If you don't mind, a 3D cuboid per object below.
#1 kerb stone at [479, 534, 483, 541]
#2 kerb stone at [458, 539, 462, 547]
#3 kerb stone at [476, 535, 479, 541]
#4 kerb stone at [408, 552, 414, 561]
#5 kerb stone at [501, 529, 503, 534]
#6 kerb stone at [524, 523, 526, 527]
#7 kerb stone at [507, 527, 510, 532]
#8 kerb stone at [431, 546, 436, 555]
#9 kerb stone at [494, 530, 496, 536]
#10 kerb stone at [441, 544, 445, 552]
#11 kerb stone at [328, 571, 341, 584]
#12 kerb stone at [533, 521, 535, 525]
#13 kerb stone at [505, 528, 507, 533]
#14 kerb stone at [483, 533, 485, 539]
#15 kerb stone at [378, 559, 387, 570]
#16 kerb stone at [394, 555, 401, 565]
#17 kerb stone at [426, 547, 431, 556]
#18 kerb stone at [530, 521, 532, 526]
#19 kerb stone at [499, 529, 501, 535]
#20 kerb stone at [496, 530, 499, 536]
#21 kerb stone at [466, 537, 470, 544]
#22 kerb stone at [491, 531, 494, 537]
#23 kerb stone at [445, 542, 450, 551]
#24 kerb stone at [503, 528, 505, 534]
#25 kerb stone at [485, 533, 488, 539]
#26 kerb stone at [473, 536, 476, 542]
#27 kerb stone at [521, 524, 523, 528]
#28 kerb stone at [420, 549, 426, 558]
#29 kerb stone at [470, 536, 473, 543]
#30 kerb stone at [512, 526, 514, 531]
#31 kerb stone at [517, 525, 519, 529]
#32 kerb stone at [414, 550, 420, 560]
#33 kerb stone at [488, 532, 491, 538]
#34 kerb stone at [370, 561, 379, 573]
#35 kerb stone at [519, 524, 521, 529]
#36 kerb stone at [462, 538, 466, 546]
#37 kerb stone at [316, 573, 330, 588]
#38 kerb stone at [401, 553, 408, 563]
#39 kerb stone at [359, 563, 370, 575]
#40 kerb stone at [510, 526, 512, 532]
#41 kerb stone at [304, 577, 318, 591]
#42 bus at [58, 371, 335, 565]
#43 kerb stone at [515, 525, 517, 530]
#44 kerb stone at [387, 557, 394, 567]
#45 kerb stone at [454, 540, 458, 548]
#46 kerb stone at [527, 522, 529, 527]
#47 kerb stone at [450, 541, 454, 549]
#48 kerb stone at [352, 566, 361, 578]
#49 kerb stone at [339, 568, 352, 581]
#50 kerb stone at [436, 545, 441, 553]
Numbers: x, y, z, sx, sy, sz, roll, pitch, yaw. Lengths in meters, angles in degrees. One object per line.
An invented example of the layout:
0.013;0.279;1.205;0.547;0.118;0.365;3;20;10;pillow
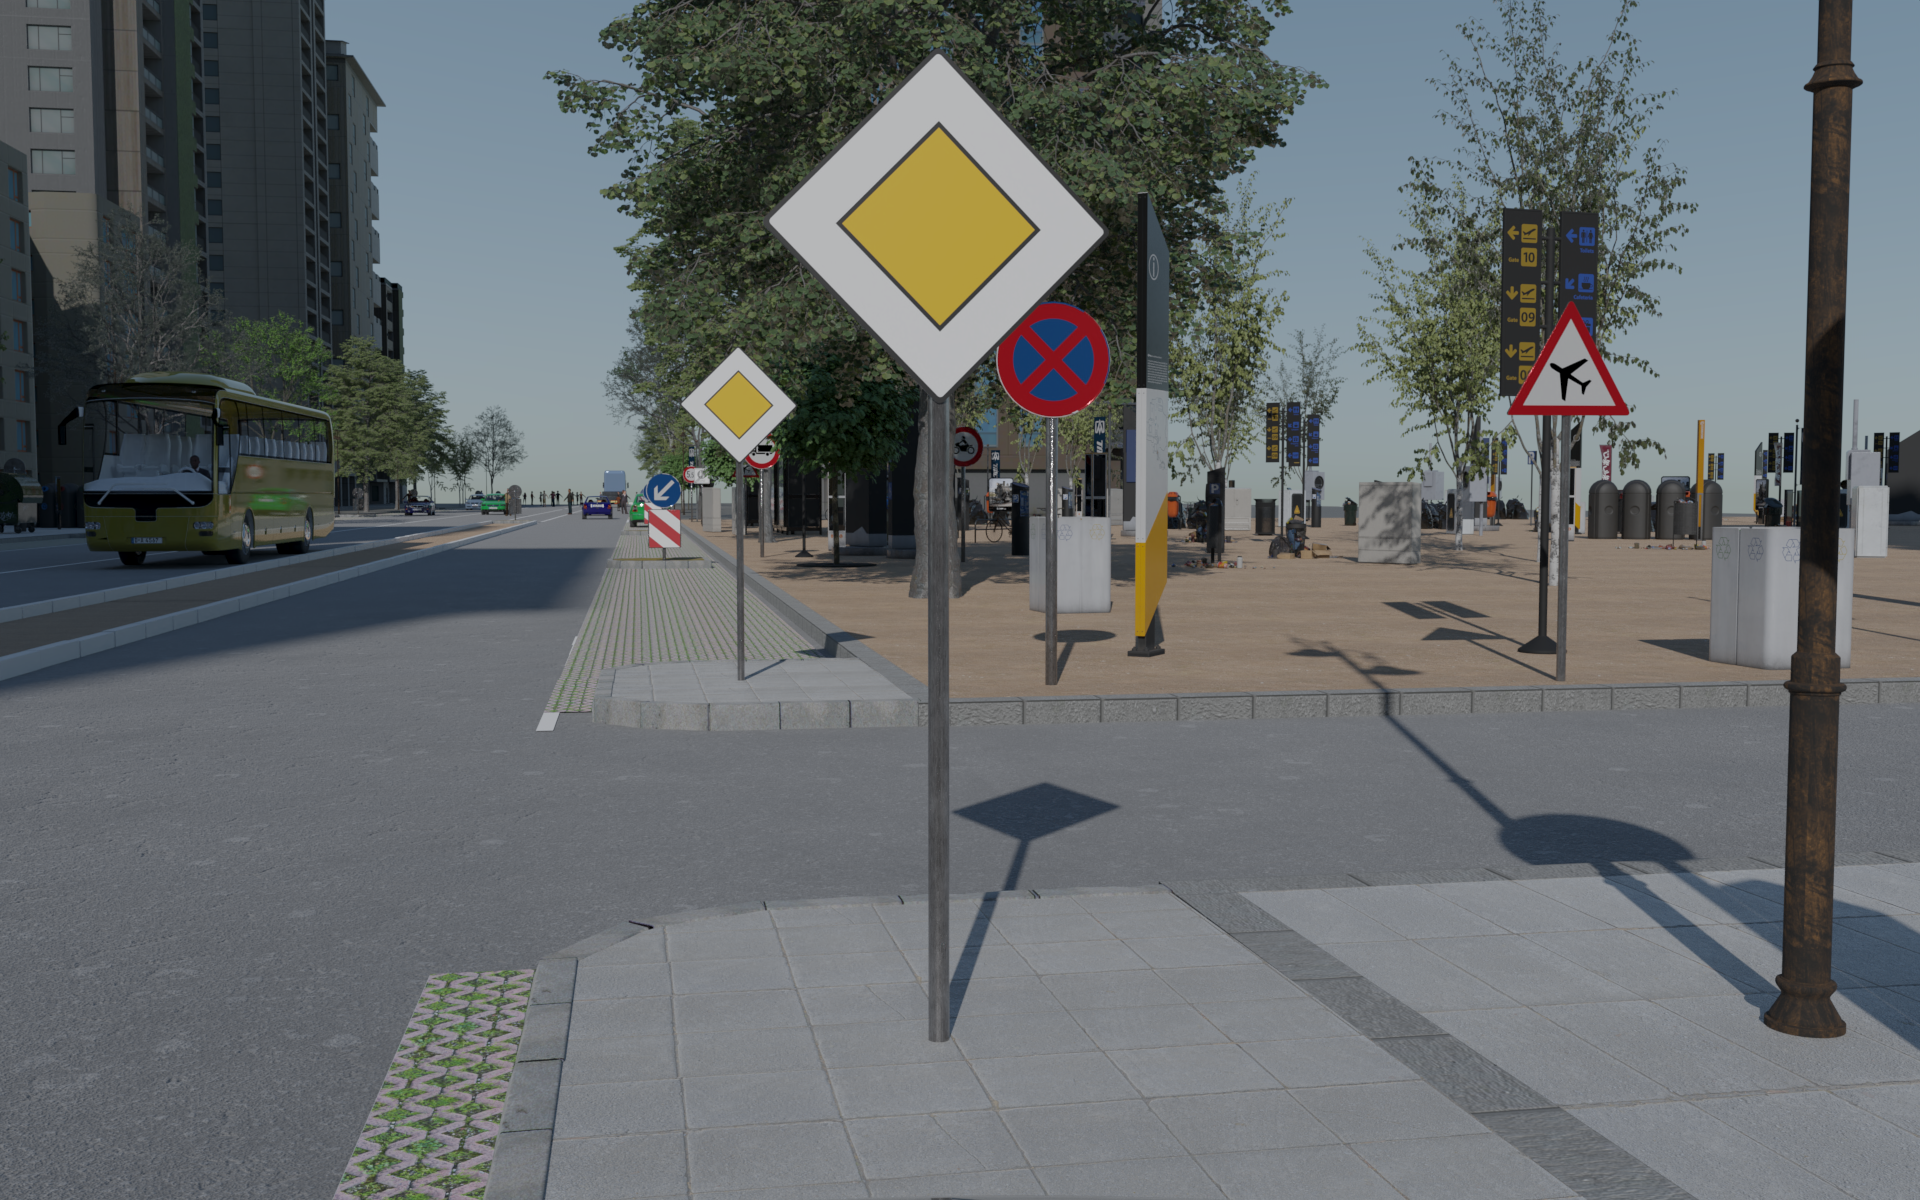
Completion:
-14.795;-1.884;52.994;0.120;0.150;1.000;-1;4;-10;kerb stone
-13.681;-1.514;46.950;0.120;0.150;1.000;-1;4;-10;kerb stone
-14.609;-1.822;51.989;0.120;0.150;1.000;-1;4;-10;kerb stone
-11.804;-0.898;36.875;0.120;0.150;1.000;-1;4;-10;kerb stone
-16.305;-2.376;61.042;0.120;0.150;1.000;-1;4;-10;kerb stone
-18.542;-3.115;73.142;0.120;0.150;1.000;-1;4;-10;kerb stone
-16.854;-2.561;64.065;0.120;0.150;1.000;-1;4;-10;kerb stone
-12.552;-1.141;40.900;0.120;0.150;1.000;-1;4;-10;kerb stone
-15.726;-2.192;58.031;0.120;0.150;1.000;-1;4;-10;kerb stone
-12.937;-1.268;42.922;0.120;0.150;1.000;-1;4;-10;kerb stone
-10.127;-0.343;27.805;0.120;0.150;1.000;-1;4;-10;kerb stone
-19.660;-3.486;79.185;0.120;0.150;1.000;-1;4;-10;kerb stone
-16.673;-2.499;63.059;0.120;0.150;1.000;-1;4;-10;kerb stone
-14.988;-1.946;54.004;0.120;0.150;1.000;-1;4;-10;kerb stone
-11.056;-0.651;32.838;0.120;0.150;1.000;-1;4;-10;kerb stone
-11.430;-0.769;34.854;0.120;0.150;1.000;-1;4;-10;kerb stone
-12.362;-1.082;39.891;0.120;0.150;1.000;-1;4;-10;kerb stone
-19.283;-3.362;77.173;0.120;0.150;1.000;-1;4;-10;kerb stone
-16.111;-2.315;60.038;0.120;0.150;1.000;-1;4;-10;kerb stone
-15.915;-2.253;59.035;0.120;0.150;1.000;-1;4;-10;kerb stone
-14.048;-1.635;48.961;0.120;0.150;1.000;-1;4;-10;kerb stone
-15.543;-2.130;57.020;0.120;0.150;1.000;-1;4;-10;kerb stone
-13.115;-1.329;43.931;0.120;0.150;1.000;-1;4;-10;kerb stone
-16.478;-2.438;62.051;0.120;0.150;1.000;-1;4;-10;kerb stone
-15.174;-2.007;55.009;0.120;0.150;1.000;-1;4;-10;kerb stone
-14.428;-1.760;50.983;0.120;0.150;1.000;-1;4;-10;kerb stone
-18.161;-2.992;71.121;0.120;0.150;1.000;-1;4;-10;kerb stone
-12.179;-1.021;38.885;0.120;0.150;1.000;-1;4;-10;kerb stone
-14.237;-1.699;49.971;0.120;0.150;1.000;-1;4;-10;kerb stone
-17.228;-2.681;66.081;0.120;0.150;1.000;-1;4;-10;kerb stone
-17.790;-2.869;69.107;0.120;0.150;1.000;-1;4;-10;kerb stone
-11.997;-0.959;37.879;0.120;0.150;1.000;-1;4;-10;kerb stone
-15.363;-2.068;56.014;0.120;0.150;1.000;-1;4;-10;kerb stone
-10.866;-0.586;31.834;0.120;0.150;1.000;-1;4;-10;kerb stone
-17.980;-2.929;70.115;0.120;0.150;1.000;-1;4;-10;kerb stone
-13.864;-1.572;47.956;0.120;0.150;1.000;-1;4;-10;kerb stone
-9.937;-0.279;26.792;0.120;0.150;1.000;-1;4;-10;kerb stone
-11.621;-0.836;35.867;0.120;0.150;1.000;-1;4;-10;kerb stone
-10.681;-0.528;30.827;0.120;0.150;1.000;-1;4;-10;kerb stone
-17.041;-2.617;65.077;0.120;0.150;1.000;-1;4;-10;kerb stone
-9.745;-0.219;25.775;0.120;0.150;1.000;-1;4;-10;kerb stone
-16.318;-2.863;38.365;2.896;3.916;12.252;-1;4;-10;bus
-17.604;-2.807;68.097;0.120;0.150;1.000;-1;4;-10;kerb stone
-11.242;-0.712;33.843;0.120;0.150;1.000;-1;4;-10;kerb stone
-13.493;-1.453;45.946;0.120;0.150;1.000;-1;4;-10;kerb stone
-18.912;-3.239;75.154;0.120;0.150;1.000;-1;4;-10;kerb stone
-13.306;-1.391;44.940;0.120;0.150;1.000;-1;4;-10;kerb stone
-10.500;-0.462;29.819;0.120;0.150;1.000;-1;4;-10;kerb stone
-10.306;-0.404;28.811;0.120;0.150;1.000;-1;4;-10;kerb stone
-12.740;-1.201;41.916;0.120;0.150;1.000;-1;4;-10;kerb stone
